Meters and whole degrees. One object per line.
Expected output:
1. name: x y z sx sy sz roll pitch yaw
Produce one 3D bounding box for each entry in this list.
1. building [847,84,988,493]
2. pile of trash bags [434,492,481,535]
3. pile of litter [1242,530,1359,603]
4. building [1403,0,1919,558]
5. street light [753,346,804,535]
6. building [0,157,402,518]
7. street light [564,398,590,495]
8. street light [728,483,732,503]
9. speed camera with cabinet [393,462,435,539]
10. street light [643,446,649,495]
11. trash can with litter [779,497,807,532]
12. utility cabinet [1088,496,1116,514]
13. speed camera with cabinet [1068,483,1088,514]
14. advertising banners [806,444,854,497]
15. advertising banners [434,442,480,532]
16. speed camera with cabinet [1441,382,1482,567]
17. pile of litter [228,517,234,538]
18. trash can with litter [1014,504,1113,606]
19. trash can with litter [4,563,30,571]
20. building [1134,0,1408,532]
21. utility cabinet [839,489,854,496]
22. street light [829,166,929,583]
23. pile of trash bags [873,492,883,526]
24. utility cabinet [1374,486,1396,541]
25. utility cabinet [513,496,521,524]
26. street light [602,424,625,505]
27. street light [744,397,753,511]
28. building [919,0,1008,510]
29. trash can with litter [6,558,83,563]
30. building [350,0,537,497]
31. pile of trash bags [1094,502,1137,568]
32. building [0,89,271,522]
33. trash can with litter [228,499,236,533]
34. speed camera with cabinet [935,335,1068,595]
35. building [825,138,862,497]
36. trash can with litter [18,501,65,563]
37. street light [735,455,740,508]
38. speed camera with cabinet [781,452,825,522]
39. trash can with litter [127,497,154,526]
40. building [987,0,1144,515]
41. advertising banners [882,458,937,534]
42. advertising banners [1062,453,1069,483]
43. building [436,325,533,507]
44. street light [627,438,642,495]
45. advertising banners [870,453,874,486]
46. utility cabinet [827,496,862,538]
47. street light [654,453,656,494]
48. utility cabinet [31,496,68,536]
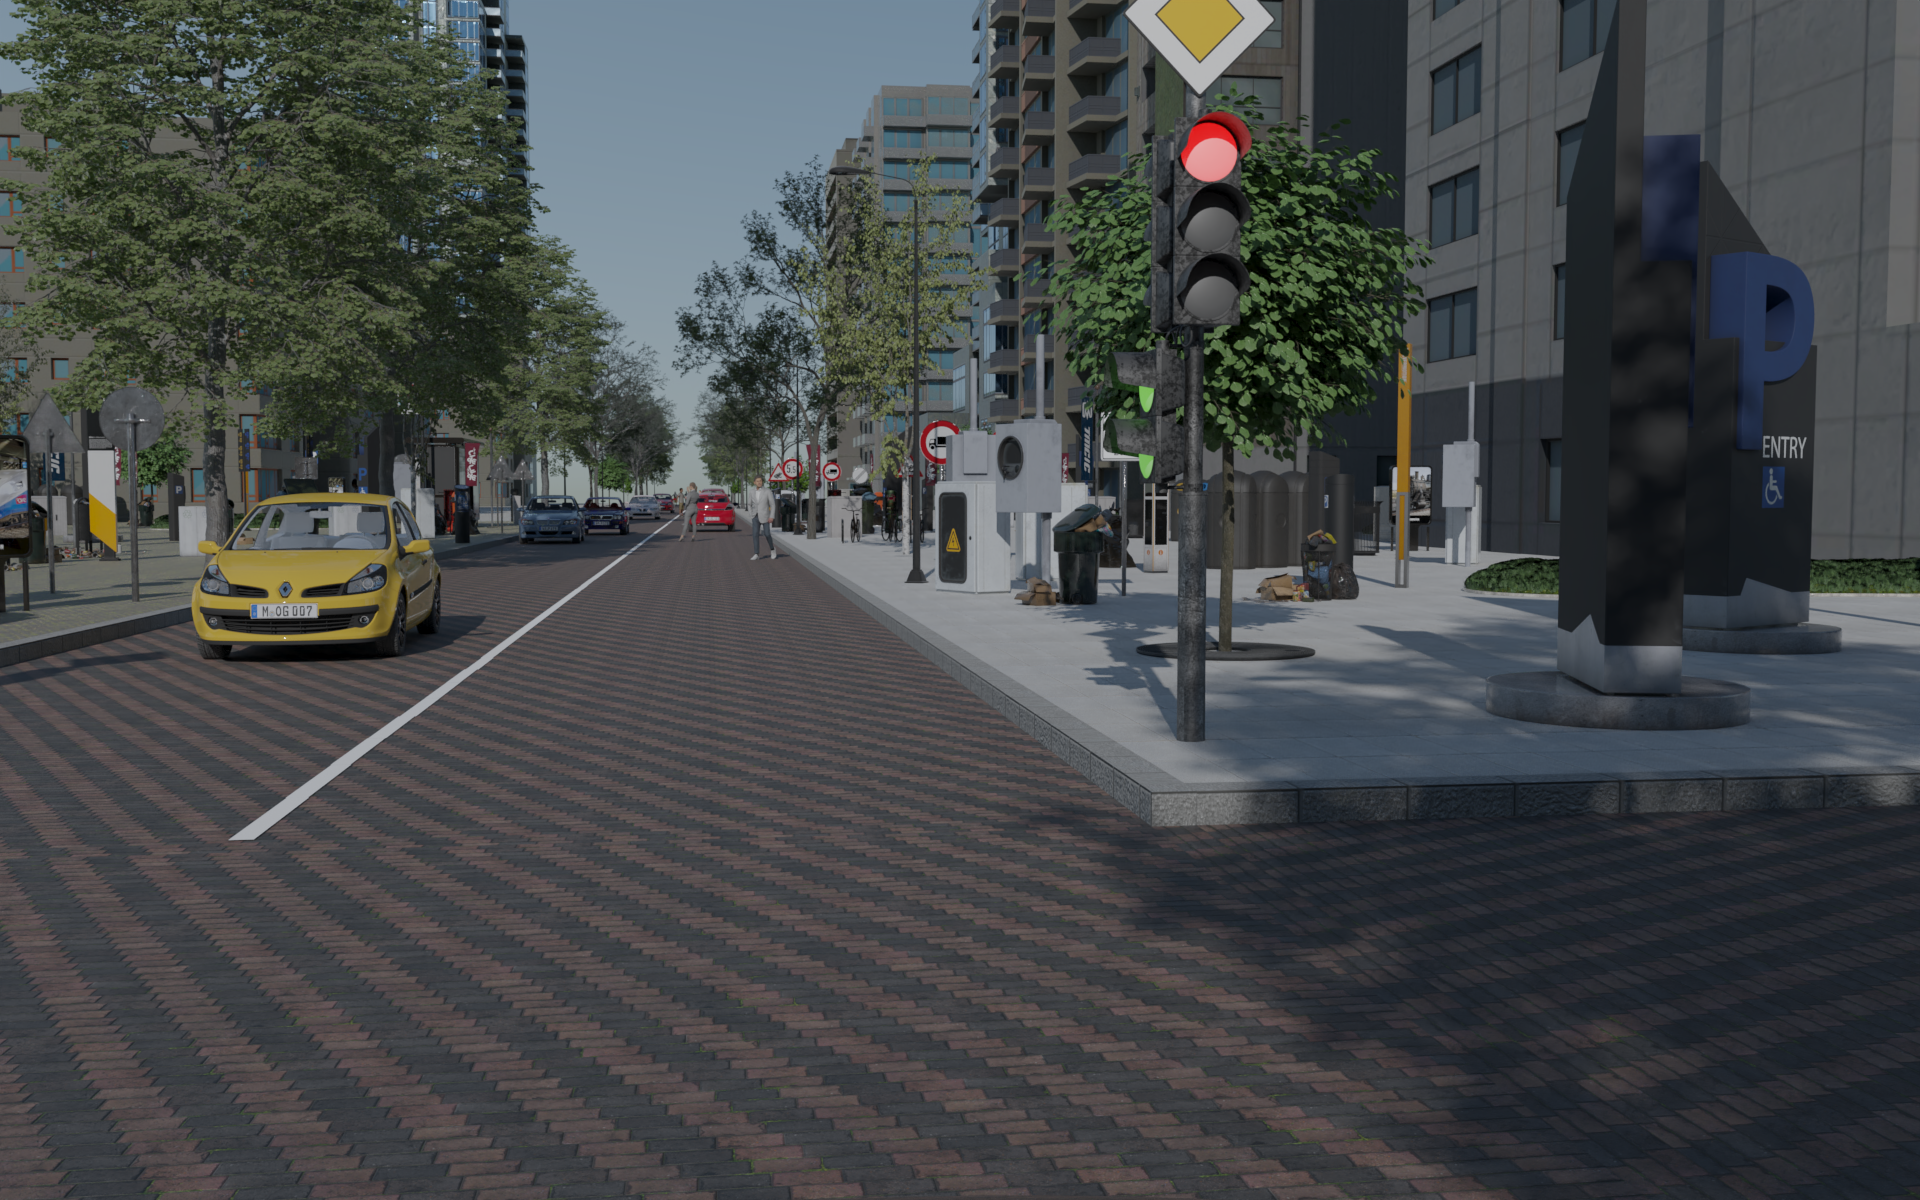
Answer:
1. building: -1.091 -35.924 206.961 23.786 49.044 30.456 -1 4 -8
2. pile of trash bags: -16.283 -2.793 55.420 1.912 1.369 3.447 0 4 -8
3. pile of litter: 4.144 -0.435 21.079 1.719 0.858 1.176 -1 4 -22
4. building: 22.598 -36.361 32.760 20.611 71.187 20.563 -1 4 -8
5. street light: -5.604 -4.982 53.992 1.470 5.913 1.316 -1 4 -8
6. building: -53.385 -16.869 120.849 27.650 21.520 28.899 -1 4 -8
7. street light: -18.542 -6.795 83.638 1.470 5.913 1.316 -1 4 -8
8. street light: -16.459 -9.577 129.132 1.470 5.913 1.316 -1 4 -8
9. speed camera with cabinet: -15.891 -3.399 49.908 0.660 3.252 2.038 -3 5 -45
10. street light: -30.421 -11.807 165.578 1.470 5.913 1.316 -1 4 -8
11. trash can with litter: -5.600 -2.887 58.584 1.055 1.170 0.624 2 4 35
12. utility cabinet: 3.970 -2.340 49.417 1.020 1.237 0.306 -3 4 -36
13. speed camera with cabinet: 0.841 -1.917 25.680 2.038 3.252 0.660 -1 4 -11
14. advertising banners: -4.392 -3.967 61.056 2.074 3.025 0.090 0 4 -1
15. advertising banners: -17.231 -3.811 58.501 2.074 3.025 0.090 -2 4 -27
16. speed camera with cabinet: 9.079 -2.262 31.314 0.660 3.252 2.038 1 4 20
17. pile of litter: -18.690 -1.866 44.481 1.176 0.858 1.719 0 4 -4
18. trash can with litter: 1.199 -0.530 20.053 1.055 1.170 0.624 -2 4 -29
19. trash can with litter: -16.350 -1.082 28.747 1.678 1.210 2.233 1 4 9
20. building: 13.598 -17.925 64.772 14.160 30.474 14.107 -1 4 -8
21. utility cabinet: -4.855 -4.213 77.558 0.318 1.500 1.173 3 5 45
22. street light: -1.164 -3.194 24.766 1.470 5.913 1.316 -1 4 -8
23. pile of trash bags: -3.258 -3.802 71.920 1.912 1.369 3.447 -1 4 -9
24. utility cabinet: 11.641 -2.309 46.434 0.318 1.500 1.173 -3 4 -36
25. utility cabinet: -18.941 -3.847 74.058 0.306 1.237 1.020 -1 4 -17
26. street light: -22.920 -8.632 113.668 1.470 5.913 1.316 -1 4 -8
27. street light: -9.667 -6.773 83.272 1.470 5.913 1.316 -1 4 -8
28. building: 9.213 -50.075 131.405 22.319 86.520 31.000 -1 4 -8
29. trash can with litter: -17.834 -1.442 34.639 1.678 1.210 2.233 0 4 1
30. building: -64.784 -55.368 217.942 22.319 86.520 31.000 -1 4 -8
31. pile of trash bags: 2.002 -1.322 31.374 1.912 1.369 3.447 0 4 -6
32. building: -48.299 -15.131 92.432 27.650 21.520 28.899 -1 4 -8
33. trash can with litter: -20.768 -2.290 48.830 0.624 1.170 1.055 -1 4 -19
34. speed camera with cabinet: 0.455 -1.695 22.053 0.660 3.252 2.038 -2 4 -34
35. building: -6.661 -37.268 233.034 21.300 48.544 21.600 -1 4 -8
36. trash can with litter: -17.121 -1.267 32.095 0.624 1.170 1.055 0 4 2
37. street light: -12.086 -7.732 98.951 1.470 5.913 1.316 -1 4 -8
38. speed camera with cabinet: -7.102 -5.095 77.640 2.038 3.252 0.660 0 4 3
39. trash can with litter: -32.492 -3.500 68.618 1.055 1.170 0.624 0 4 6
40. building: 13.461 -27.385 102.366 22.147 44.769 28.867 -1 4 -8
41. advertising banners: -1.585 -3.656 55.971 2.074 3.025 0.090 2 4 26
42. advertising banners: 4.046 -4.762 74.039 0.090 3.025 2.074 -2 4 -32
43. building: -62.414 -21.048 189.173 27.650 21.520 28.899 -1 4 -8
44. street light: -27.311 -10.449 143.390 1.470 5.913 1.316 -1 4 -8
45. advertising banners: -4.022 -4.847 75.435 0.090 3.025 2.074 -1 4 -16
46. utility cabinet: -3.408 -2.443 51.103 1.020 1.237 0.306 -2 4 -29
47. street light: -34.652 -13.600 194.908 1.470 5.913 1.316 -1 4 -8
48. utility cabinet: -28.277 -2.602 53.712 0.306 1.237 1.020 3 5 43
